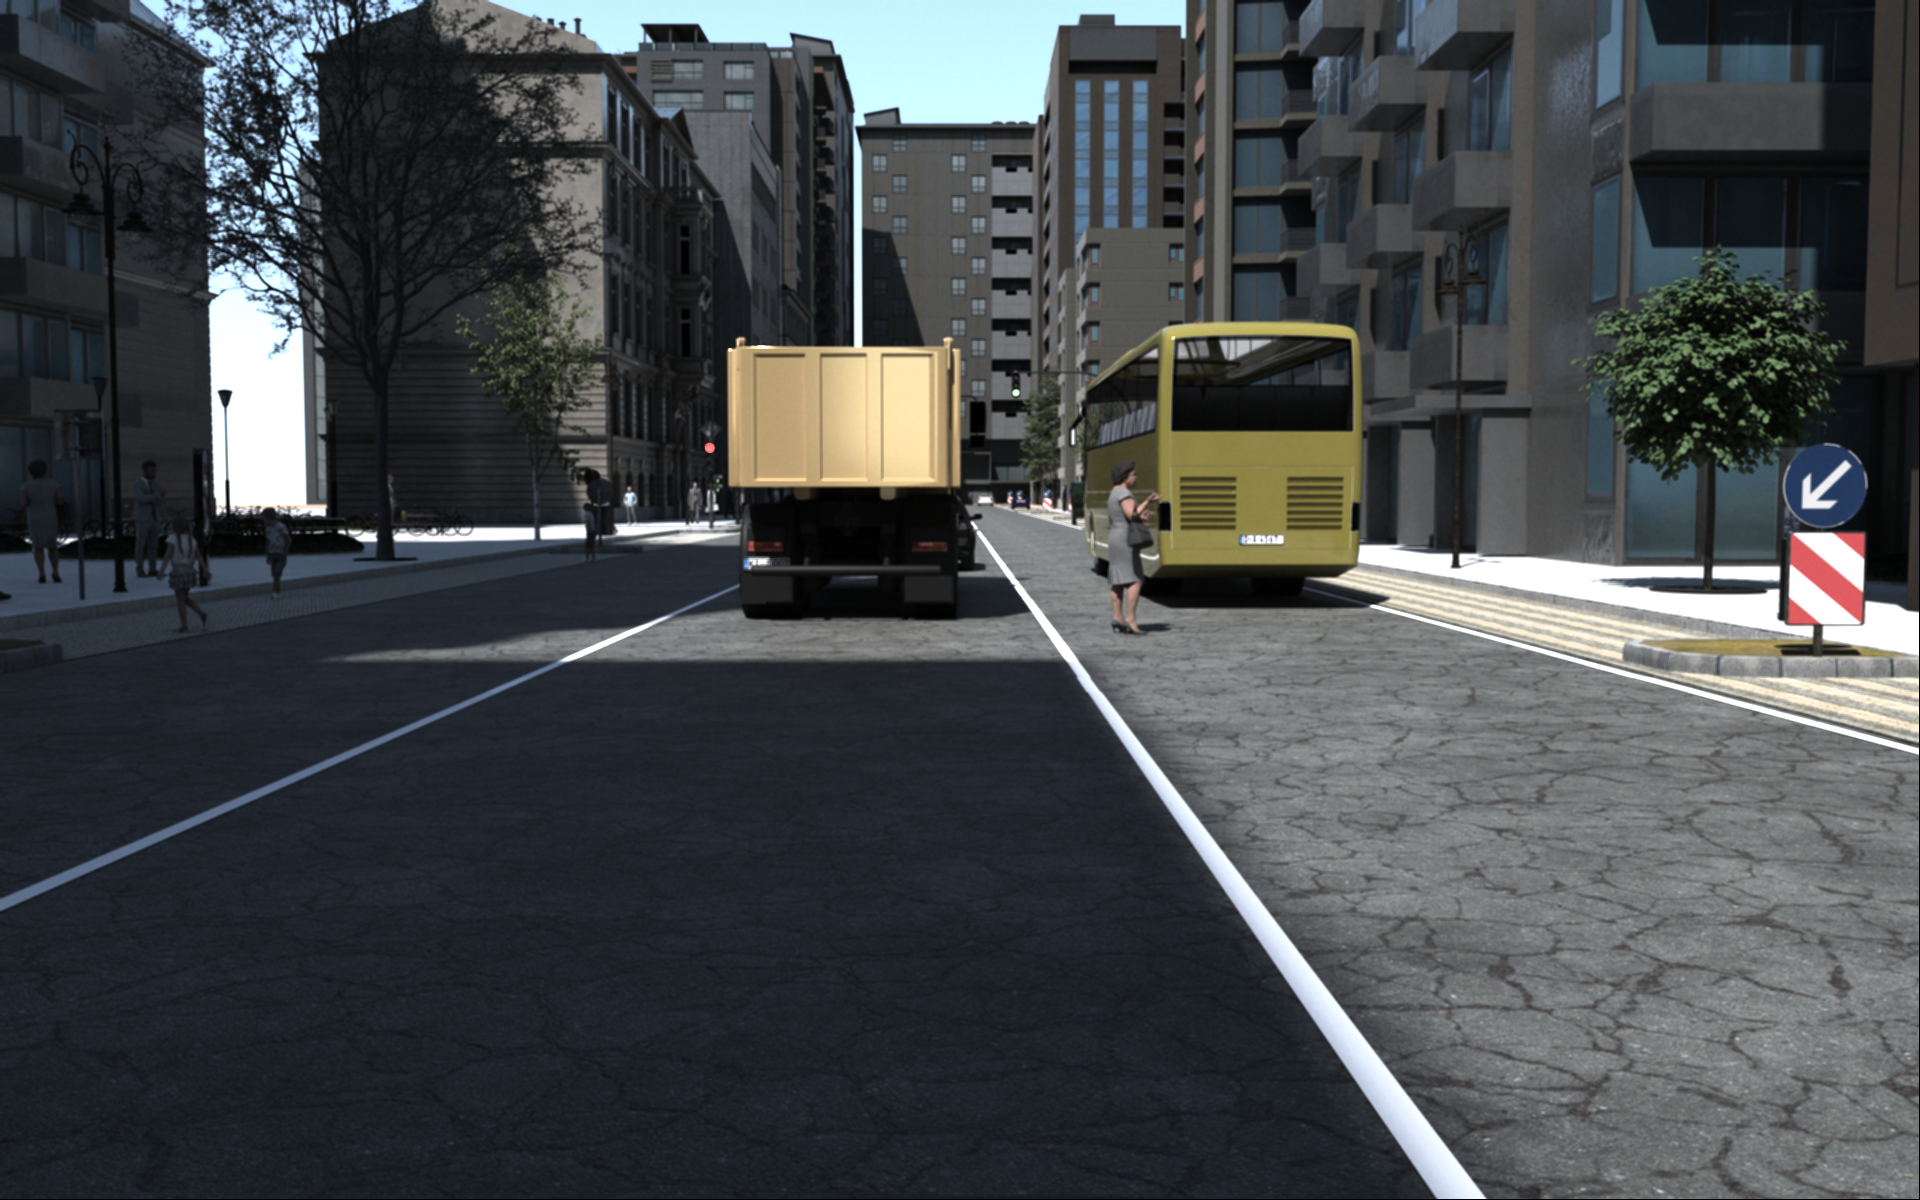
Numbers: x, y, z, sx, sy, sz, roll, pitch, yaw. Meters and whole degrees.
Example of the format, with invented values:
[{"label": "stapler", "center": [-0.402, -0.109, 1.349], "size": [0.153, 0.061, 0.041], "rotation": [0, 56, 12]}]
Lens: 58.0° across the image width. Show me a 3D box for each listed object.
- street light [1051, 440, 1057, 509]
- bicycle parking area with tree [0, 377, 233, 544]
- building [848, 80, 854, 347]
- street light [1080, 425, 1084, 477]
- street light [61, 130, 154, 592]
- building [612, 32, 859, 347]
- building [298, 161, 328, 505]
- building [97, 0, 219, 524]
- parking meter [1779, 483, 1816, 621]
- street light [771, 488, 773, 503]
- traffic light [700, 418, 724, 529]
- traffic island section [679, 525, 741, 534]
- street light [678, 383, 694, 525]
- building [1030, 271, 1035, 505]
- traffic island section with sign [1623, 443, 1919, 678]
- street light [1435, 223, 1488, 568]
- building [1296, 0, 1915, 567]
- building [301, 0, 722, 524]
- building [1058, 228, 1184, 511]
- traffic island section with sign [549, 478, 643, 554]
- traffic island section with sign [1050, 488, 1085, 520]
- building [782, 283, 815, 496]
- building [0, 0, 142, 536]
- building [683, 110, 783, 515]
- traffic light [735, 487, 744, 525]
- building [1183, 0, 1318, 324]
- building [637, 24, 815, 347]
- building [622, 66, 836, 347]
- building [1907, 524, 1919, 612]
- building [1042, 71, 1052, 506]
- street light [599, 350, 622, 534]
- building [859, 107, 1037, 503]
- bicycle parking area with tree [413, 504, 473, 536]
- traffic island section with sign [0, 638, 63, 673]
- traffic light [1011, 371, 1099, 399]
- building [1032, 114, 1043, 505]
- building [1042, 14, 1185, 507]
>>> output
[{"label": "street light", "center": [8.015, -10.655, 146.990], "size": [0.468, 5.910, 1.993], "rotation": [0, 4, 0]}, {"label": "bicycle parking area with tree", "center": [-20.781, -3.558, 45.180], "size": [9.016, 4.147, 8.231], "rotation": [2, 4, 24]}, {"label": "building", "center": [-28.954, -42.799, 241.763], "size": [28.212, 58.520, 21.231], "rotation": [0, 4, 0]}, {"label": "street light", "center": [8.057, -8.605, 113.480], "size": [0.468, 5.910, 1.993], "rotation": [0, 4, 0]}, {"label": "street light", "center": [-11.008, -3.042, 22.524], "size": [0.468, 5.910, 1.993], "rotation": [0, 4, 0]}, {"label": "building", "center": [-26.994, -37.796, 207.205], "size": [27.495, 52.752, 28.713], "rotation": [0, 4, 0]}, {"label": "building", "center": [-72.271, -32.505, 215.053], "size": [14.086, 41.232, 14.154], "rotation": [0, 4, 0]}, {"label": "building", "center": [-49.013, -17.253, 79.358], "size": [25.104, 27.353, 12.463], "rotation": [0, 4, 0]}, {"label": "parking meter", "center": [8.490, -0.555, 17.481], "size": [0.372, 1.533, 0.369], "rotation": [0, 3, 0]}, {"label": "street light", "center": [-11.489, -8.141, 105.888], "size": [0.468, 5.910, 1.993], "rotation": [0, 4, 0]}, {"label": "traffic light", "center": [-9.196, -4.598, 64.106], "size": [0.839, 4.253, 0.868], "rotation": [0, 4, 0]}, {"label": "traffic island section", "center": [-9.236, -2.566, 64.240], "size": [2.009, 0.180, 2.903], "rotation": [0, 4, 0]}, {"label": "street light", "center": [-11.407, -6.088, 72.323], "size": [0.468, 5.910, 1.993], "rotation": [0, 4, 0]}, {"label": "building", "center": [15.723, -27.137, 215.396], "size": [14.160, 30.474, 14.107], "rotation": [0, 4, 0]}, {"label": "traffic island section with sign", "center": [6.669, -0.350, 14.354], "size": [1.989, 1.847, 2.006], "rotation": [0, 4, 0]}, {"label": "street light", "center": [8.590, -3.489, 29.835], "size": [0.468, 5.910, 1.993], "rotation": [0, 4, 0]}, {"label": "building", "center": [21.025, -25.835, 42.008], "size": [23.786, 49.044, 30.456], "rotation": [0, 4, 0]}, {"label": "building", "center": [-20.149, -16.542, 89.548], "size": [14.460, 24.649, 34.723], "rotation": [0, 4, 0]}, {"label": "building", "center": [21.924, -17.258, 127.214], "size": [27.650, 21.520, 28.899], "rotation": [0, 4, 0]}, {"label": "traffic island section with sign", "center": [-8.793, -2.047, 42.097], "size": [1.989, 1.847, 2.006], "rotation": [0, 4, 0]}, {"label": "traffic island section with sign", "center": [6.245, -5.422, 97.282], "size": [1.989, 1.847, 2.006], "rotation": [0, 4, 0]}, {"label": "building", "center": [-17.482, -16.657, 136.976], "size": [10.561, 19.102, 19.286], "rotation": [0, 4, 0]}, {"label": "building", "center": [-42.447, -26.306, 49.717], "size": [30.456, 49.044, 23.786], "rotation": [0, 4, 0]}, {"label": "building", "center": [-18.950, -18.282, 116.932], "size": [12.078, 24.808, 19.932], "rotation": [0, 4, 0]}, {"label": "traffic light", "center": [-7.146, -5.961, 72.136], "size": [4.771, 5.953, 1.251], "rotation": [0, 4, 0]}, {"label": "building", "center": [23.908, -26.290, 84.472], "size": [28.867, 44.769, 22.147], "rotation": [0, 4, 0]}, {"label": "building", "center": [-20.448, -28.758, 153.792], "size": [14.154, 41.232, 14.086], "rotation": [0, 4, 0]}, {"label": "building", "center": [-24.099, -31.834, 175.102], "size": [22.147, 44.769, 28.867], "rotation": [0, 4, 0]}, {"label": "building", "center": [16.984, -22.072, 10.989], "size": [14.600, 45.320, 14.200], "rotation": [0, 4, 0]}, {"label": "building", "center": [19.907, -34.121, 181.576], "size": [21.300, 48.544, 21.600], "rotation": [0, 4, 0]}, {"label": "street light", "center": [-11.185, -5.063, 55.573], "size": [0.468, 5.910, 1.993], "rotation": [0, 4, 0]}, {"label": "building", "center": [-0.223, -40.072, 244.407], "size": [27.495, 52.752, 28.713], "rotation": [0, 4, 0]}, {"label": "bicycle parking area with tree", "center": [-19.784, -4.166, 55.121], "size": [9.016, 4.147, 8.231], "rotation": [0, 4, -7]}, {"label": "traffic island section with sign", "center": [-8.656, -0.346, 14.285], "size": [1.989, 1.847, 2.006], "rotation": [0, 4, 0]}, {"label": "traffic light", "center": [4.274, -5.467, 64.049], "size": [4.771, 5.953, 1.251], "rotation": [0, 4, 0]}, {"label": "building", "center": [15.587, -33.659, 200.431], "size": [14.600, 45.320, 14.200], "rotation": [0, 4, 0]}, {"label": "building", "center": [15.735, -31.418, 163.787], "size": [14.600, 45.320, 14.200], "rotation": [0, 4, 0]}]
